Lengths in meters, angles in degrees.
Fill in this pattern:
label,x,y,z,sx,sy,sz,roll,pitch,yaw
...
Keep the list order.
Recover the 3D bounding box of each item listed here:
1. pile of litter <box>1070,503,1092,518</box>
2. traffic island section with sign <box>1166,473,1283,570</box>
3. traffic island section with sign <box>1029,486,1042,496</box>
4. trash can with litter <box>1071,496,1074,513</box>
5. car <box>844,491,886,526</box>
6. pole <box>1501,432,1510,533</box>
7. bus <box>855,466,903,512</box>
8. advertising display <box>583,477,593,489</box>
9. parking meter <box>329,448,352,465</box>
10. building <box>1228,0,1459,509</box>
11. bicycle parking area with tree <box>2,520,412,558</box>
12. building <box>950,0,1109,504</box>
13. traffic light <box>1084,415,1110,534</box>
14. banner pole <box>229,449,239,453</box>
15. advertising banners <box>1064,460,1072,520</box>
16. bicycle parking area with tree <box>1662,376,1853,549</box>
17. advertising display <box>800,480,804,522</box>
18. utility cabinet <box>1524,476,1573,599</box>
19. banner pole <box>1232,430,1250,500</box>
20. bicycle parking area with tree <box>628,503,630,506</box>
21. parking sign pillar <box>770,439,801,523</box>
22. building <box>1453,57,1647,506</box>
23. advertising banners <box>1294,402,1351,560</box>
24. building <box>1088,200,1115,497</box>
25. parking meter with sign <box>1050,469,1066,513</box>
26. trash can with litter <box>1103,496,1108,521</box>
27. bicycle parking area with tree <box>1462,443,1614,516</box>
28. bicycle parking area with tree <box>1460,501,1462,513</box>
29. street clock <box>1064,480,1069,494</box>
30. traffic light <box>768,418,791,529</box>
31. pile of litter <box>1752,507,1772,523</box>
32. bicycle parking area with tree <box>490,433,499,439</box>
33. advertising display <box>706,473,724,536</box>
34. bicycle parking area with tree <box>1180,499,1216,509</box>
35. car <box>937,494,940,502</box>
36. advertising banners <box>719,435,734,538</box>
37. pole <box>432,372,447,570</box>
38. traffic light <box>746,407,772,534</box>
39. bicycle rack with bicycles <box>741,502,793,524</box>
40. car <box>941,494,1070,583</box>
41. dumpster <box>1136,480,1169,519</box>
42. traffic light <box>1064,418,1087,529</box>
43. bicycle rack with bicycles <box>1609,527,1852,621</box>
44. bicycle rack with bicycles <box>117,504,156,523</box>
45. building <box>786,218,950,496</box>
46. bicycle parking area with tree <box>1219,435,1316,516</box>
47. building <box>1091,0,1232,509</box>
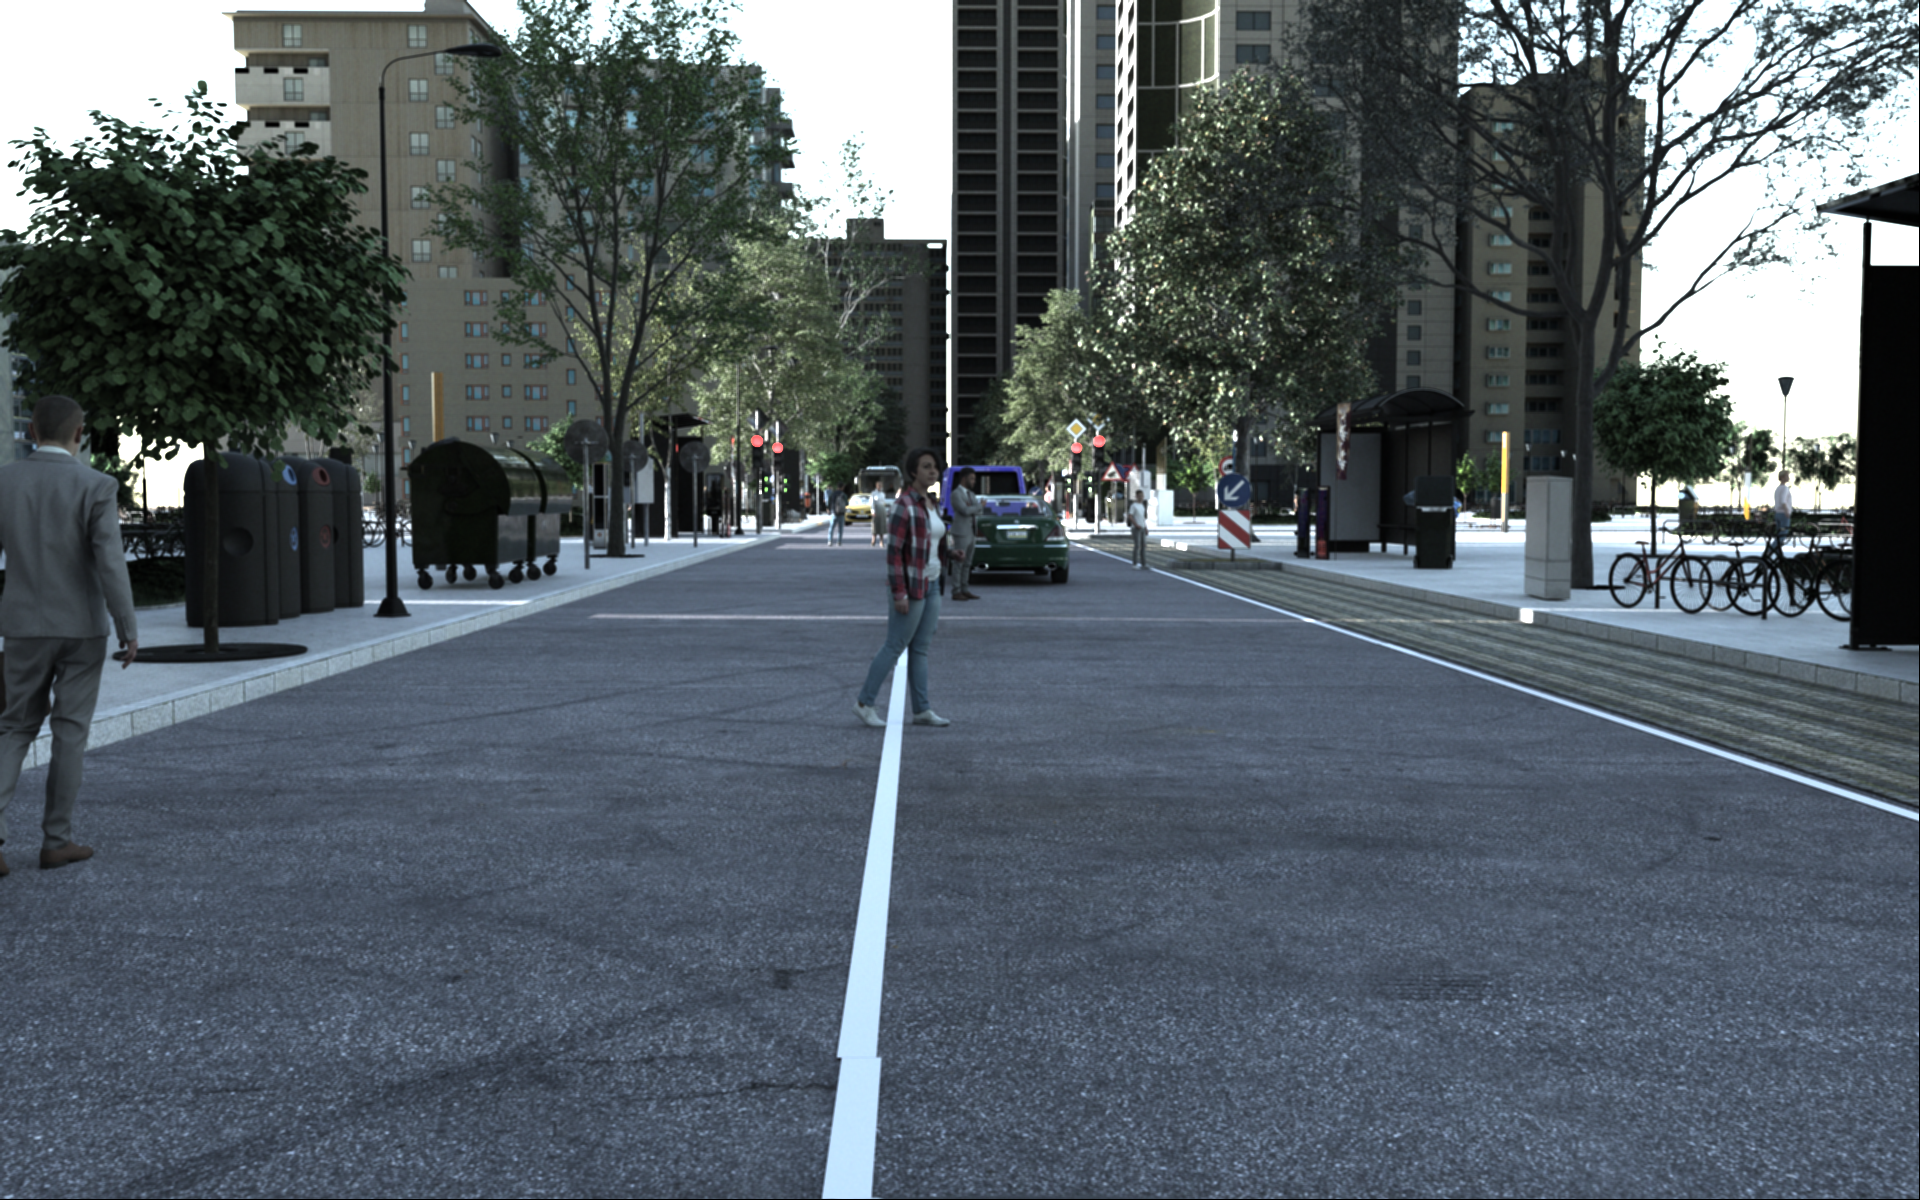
label,x,y,z,sx,sy,sz,roll,pitch,yaw
pile of litter,6.405,-4.833,92.987,1.719,0.858,1.176,0,4,-4
traffic island section with sign,5.023,-1.510,33.311,1.989,1.847,2.006,0,4,-1
traffic island section with sign,3.768,-4.953,89.617,1.989,1.847,2.006,0,4,-1
trash can with litter,7.271,-6.183,112.486,0.624,1.170,1.055,-2,4,-26
car,-4.398,-4.237,79.504,2.015,1.641,3.980,0,4,0
pole,17.984,-3.869,57.102,0.158,3.312,0.155,0,3,0
bus,-5.076,-7.147,111.710,2.948,3.499,13.247,0,4,-1
advertising display,-13.782,-3.610,64.239,0.123,1.923,0.974,0,4,5
parking meter,-7.845,-0.995,21.975,0.255,1.863,0.399,-1,4,-23
building,43.158,-46.393,196.773,20.611,71.187,20.563,0,4,-1
bicycle parking area with tree,-18.347,-3.342,41.645,9.016,4.147,8.231,-3,5,-42
building,9.001,-49.052,240.246,20.611,71.187,20.563,0,4,-1
traffic light,4.460,-4.115,56.197,0.839,4.253,0.868,0,4,-1
banner pole,-27.055,-4.590,65.063,0.863,3.779,0.401,0,4,2
advertising banners,5.478,-5.600,87.753,0.090,3.025,2.074,0,4,-4
bicycle parking area with tree,22.536,-3.443,43.294,8.231,4.147,9.016,0,4,-6
advertising display,-7.653,-4.555,79.688,0.974,1.923,0.123,-1,4,-20
utility cabinet,7.256,-0.775,21.345,0.318,1.500,1.173,0,4,6
banner pole,9.198,-4.057,56.344,0.863,3.779,0.401,3,5,41
bicycle parking area with tree,-22.496,-8.622,127.970,9.016,4.147,8.231,0,4,-4
parking sign pillar,-7.840,-5.452,77.609,1.447,3.967,1.447,-2,4,-32
building,65.373,-35.061,196.951,21.600,48.544,21.300,0,4,-1
advertising banners,7.096,-2.306,33.890,0.090,3.025,2.074,-1,4,-18
building,19.564,-24.500,172.274,14.160,30.474,14.107,0,4,-1
parking meter with sign,6.417,-7.267,115.082,1.738,3.016,0.543,-3,5,-40
trash can with litter,7.221,-4.427,83.445,1.678,1.210,2.233,-1,4,-22
bicycle parking area with tree,34.021,-6.635,95.479,9.016,4.147,8.231,-3,5,-39
bicycle parking area with tree,38.260,-7.807,114.641,9.016,4.147,8.231,-1,4,-9
street clock,5.571,-5.228,90.049,0.358,2.002,0.471,-1,4,-11
traffic light,-6.678,-4.587,63.919,0.839,4.253,0.868,0,4,-1
pile of litter,26.036,-2.595,56.394,1.176,0.858,1.719,-2,4,-30
bicycle parking area with tree,-24.387,-5.767,81.286,8.231,4.147,9.016,0,4,8
advertising display,-7.579,-2.961,53.623,0.123,1.923,0.974,-3,4,-36
bicycle parking area with tree,20.359,-8.597,127.565,9.016,4.147,8.231,3,4,38
car,-2.793,-12.215,209.935,2.015,1.641,3.980,0,4,-2
advertising banners,-6.849,-3.355,51.036,0.090,3.025,2.074,0,4,4
pole,-8.758,-2.158,29.120,0.158,3.312,0.155,0,3,0
traffic light,-6.498,-4.099,55.936,0.839,4.253,0.868,0,4,-1
bicycle rack with bicycles,-8.299,-3.757,74.806,2.852,0.926,2.925,2,4,33
car,0.753,-1.066,29.229,2.131,1.459,4.920,0,4,-3
dumpster,8.105,-4.090,72.630,1.264,1.857,1.865,0,4,-1
traffic light,4.281,-4.603,64.181,0.839,4.253,0.868,0,4,-1
bicycle rack with bicycles,8.799,-0.318,18.589,2.852,0.926,2.925,-1,4,-12
bicycle rack with bicycles,-31.306,-3.101,64.089,2.852,0.926,2.925,-3,4,-38
building,-13.478,-33.913,246.364,23.993,40.220,32.217,0,4,-1
bicycle parking area with tree,16.865,-5.911,83.642,8.231,4.147,9.016,1,4,8
building,22.964,-43.763,153.777,20.563,71.187,20.611,0,4,-1
